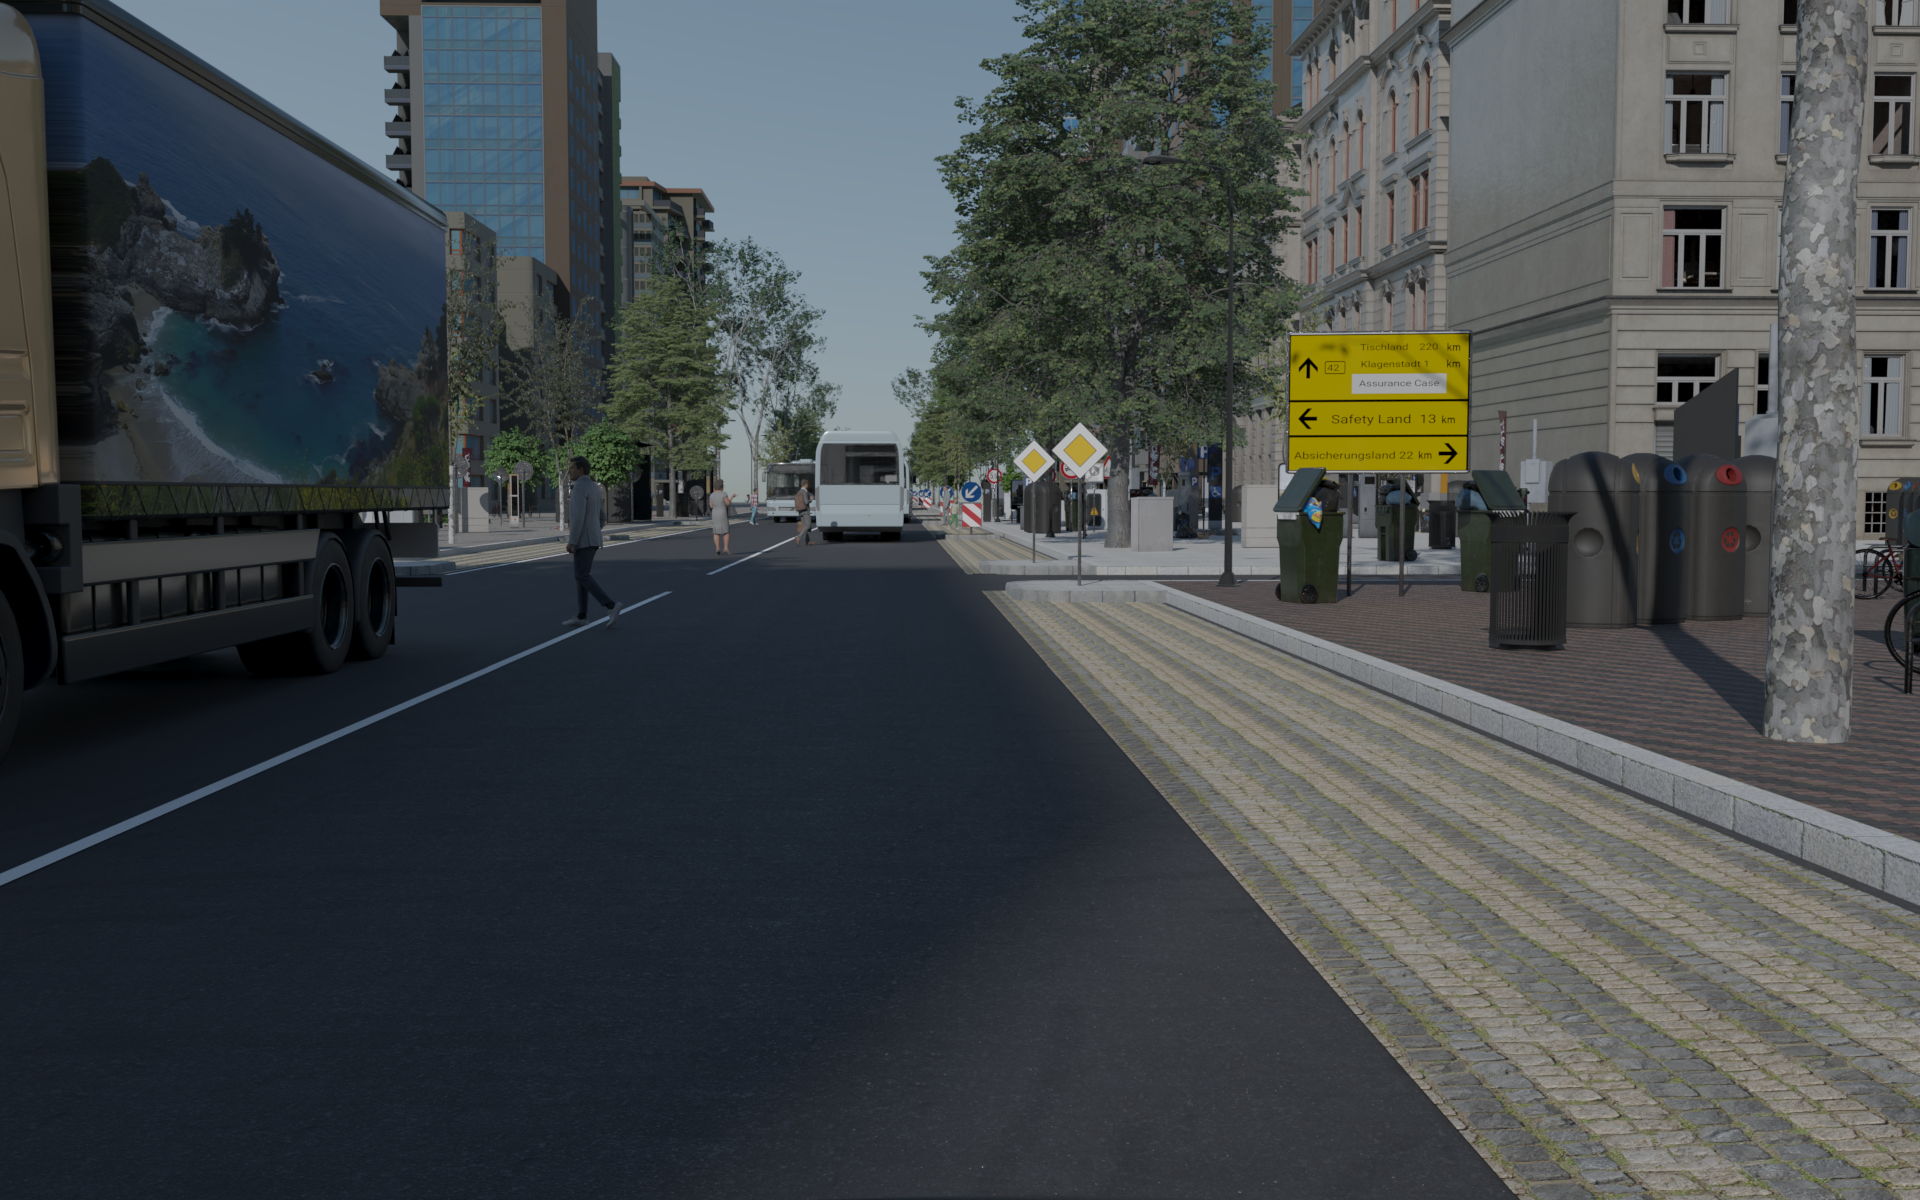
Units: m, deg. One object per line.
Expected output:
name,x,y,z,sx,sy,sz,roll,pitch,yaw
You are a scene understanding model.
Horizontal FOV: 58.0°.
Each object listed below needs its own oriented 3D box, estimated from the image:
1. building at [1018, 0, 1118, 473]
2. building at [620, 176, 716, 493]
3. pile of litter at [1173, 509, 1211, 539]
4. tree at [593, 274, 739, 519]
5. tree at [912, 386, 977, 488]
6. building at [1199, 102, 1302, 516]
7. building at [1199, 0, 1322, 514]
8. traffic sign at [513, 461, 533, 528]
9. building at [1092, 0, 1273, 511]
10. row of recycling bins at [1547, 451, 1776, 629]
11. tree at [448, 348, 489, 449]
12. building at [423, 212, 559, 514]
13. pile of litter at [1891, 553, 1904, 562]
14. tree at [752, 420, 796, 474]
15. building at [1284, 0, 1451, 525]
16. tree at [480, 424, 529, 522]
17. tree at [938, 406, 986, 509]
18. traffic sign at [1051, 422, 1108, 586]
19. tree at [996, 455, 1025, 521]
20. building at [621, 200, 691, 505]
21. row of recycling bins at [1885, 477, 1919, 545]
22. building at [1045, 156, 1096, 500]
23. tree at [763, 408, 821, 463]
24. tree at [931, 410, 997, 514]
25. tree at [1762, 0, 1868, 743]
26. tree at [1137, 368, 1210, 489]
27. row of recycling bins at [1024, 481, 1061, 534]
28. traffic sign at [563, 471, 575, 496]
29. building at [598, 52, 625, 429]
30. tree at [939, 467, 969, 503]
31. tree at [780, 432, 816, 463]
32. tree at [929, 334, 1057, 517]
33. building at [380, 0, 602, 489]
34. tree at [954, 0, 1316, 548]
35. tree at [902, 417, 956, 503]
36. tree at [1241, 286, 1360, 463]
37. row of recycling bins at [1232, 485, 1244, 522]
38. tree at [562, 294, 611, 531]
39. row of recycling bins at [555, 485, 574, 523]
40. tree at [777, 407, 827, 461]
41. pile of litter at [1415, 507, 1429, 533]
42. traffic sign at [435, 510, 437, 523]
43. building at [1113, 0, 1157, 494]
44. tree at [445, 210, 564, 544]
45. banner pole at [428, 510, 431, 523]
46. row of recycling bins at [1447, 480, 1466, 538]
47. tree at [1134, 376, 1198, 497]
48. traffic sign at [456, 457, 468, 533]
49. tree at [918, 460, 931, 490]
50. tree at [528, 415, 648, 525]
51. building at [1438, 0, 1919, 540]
building,20.703,-57.319,249.828,22.319,86.520,31.000,0,4,-2
building,-45.877,-35.868,241.060,22.147,44.769,28.867,0,4,-2
pile of litter,6.689,-2.221,50.285,1.176,0.858,1.719,0,4,8
tree,-15.312,-10.527,90.243,7.486,12.596,7.792,0,3,0
tree,-0.963,-15.174,166.219,7.486,12.596,7.792,0,3,0
building,20.642,-16.469,98.147,11.050,23.489,19.941,0,4,-2
building,21.115,-28.614,117.952,14.600,45.320,14.200,0,4,-2
traffic sign,-16.701,-4.045,66.242,0.768,2.556,0.104,0,4,1
building,20.115,-31.342,162.555,14.600,45.320,14.200,0,4,-2
row of recycling bins,7.234,-0.641,17.590,3.534,1.692,1.069,-2,4,-33
tree,-25.183,-8.197,84.387,4.737,8.622,4.395,0,3,0
building,-44.634,-16.829,120.198,27.650,21.520,28.899,0,4,-2
pile of litter,18.315,-1.159,32.909,1.719,0.858,1.176,-1,4,-21
tree,-18.075,-13.292,167.694,4.737,8.622,4.395,0,3,0
building,23.643,-17.675,76.379,14.401,28.519,23.554,0,4,-2
tree,-20.692,-5.952,81.033,4.285,4.588,4.351,0,3,0
tree,0.057,-11.421,137.099,4.737,8.622,4.395,0,3,0
traffic sign,1.666,-1.254,24.149,0.795,2.450,0.064,0,4,-2
tree,2.440,-5.385,82.653,1.663,3.219,1.824,0,3,0
building,-49.678,-31.969,214.575,32.217,40.220,23.993,0,4,-2
row of recycling bins,22.457,-2.028,40.264,1.069,1.692,3.534,1,4,14
building,21.623,-34.655,221.238,22.147,44.769,28.867,0,4,-2
tree,-20.122,-17.240,207.636,9.928,11.665,9.643,0,3,0
tree,1.216,-9.762,109.971,4.360,8.622,3.978,0,3,0
tree,5.688,-9.385,9.334,12.611,20.169,13.585,0,3,0
tree,10.066,-7.843,78.599,4.737,8.622,4.395,0,3,0
row of recycling bins,2.680,-3.081,57.485,1.069,1.692,3.534,0,4,-5
traffic sign,-17.013,-4.488,75.516,0.606,2.300,0.079,0,4,1
building,-38.394,-28.864,155.524,14.154,41.232,14.086,0,4,-2
tree,-0.526,-11.579,173.031,4.285,4.588,4.351,0,3,0
tree,-19.050,-15.358,201.471,4.360,8.622,3.978,0,3,0
tree,1.856,-10.485,97.181,9.928,11.665,9.643,0,3,0
building,-37.525,-30.042,141.305,14.600,45.320,14.200,0,4,-2
tree,3.903,-8.227,41.165,9.857,13.997,8.962,0,3,0
tree,-4.469,-20.335,249.485,9.611,12.733,9.660,0,3,0
tree,11.761,-6.738,60.527,4.737,8.622,4.395,0,3,0
row of recycling bins,13.883,-4.422,79.419,3.534,1.692,1.069,-2,4,-33
tree,-14.020,-6.724,60.292,4.360,8.622,3.978,0,3,0
row of recycling bins,-17.522,-4.310,77.587,1.069,1.692,3.534,-1,4,-21
tree,-20.095,-18.756,224.791,7.486,12.596,7.792,0,3,0
pile of litter,15.755,-2.675,57.695,1.176,0.858,1.719,1,4,17
traffic sign,-15.436,-3.118,50.979,0.884,2.594,0.081,0,4,1
building,24.371,-31.844,140.259,23.786,49.044,30.456,0,4,-2
tree,-13.344,-5.760,44.541,4.360,8.622,3.978,0,3,0
banner pole,-17.056,-3.997,55.368,0.401,3.779,0.863,-2,4,-32
row of recycling bins,15.299,-2.780,52.571,1.069,1.692,3.534,1,4,23
tree,12.304,-9.284,102.161,4.360,8.622,3.978,0,3,0
traffic sign,-16.514,-3.471,56.851,0.768,2.556,0.104,0,4,1
tree,-3.040,-16.390,218.338,4.360,8.622,3.978,0,3,0
tree,-14.598,-5.376,71.615,4.285,4.588,4.351,0,3,0
building,31.766,-13.547,54.778,30.059,22.955,16.112,0,4,-2
